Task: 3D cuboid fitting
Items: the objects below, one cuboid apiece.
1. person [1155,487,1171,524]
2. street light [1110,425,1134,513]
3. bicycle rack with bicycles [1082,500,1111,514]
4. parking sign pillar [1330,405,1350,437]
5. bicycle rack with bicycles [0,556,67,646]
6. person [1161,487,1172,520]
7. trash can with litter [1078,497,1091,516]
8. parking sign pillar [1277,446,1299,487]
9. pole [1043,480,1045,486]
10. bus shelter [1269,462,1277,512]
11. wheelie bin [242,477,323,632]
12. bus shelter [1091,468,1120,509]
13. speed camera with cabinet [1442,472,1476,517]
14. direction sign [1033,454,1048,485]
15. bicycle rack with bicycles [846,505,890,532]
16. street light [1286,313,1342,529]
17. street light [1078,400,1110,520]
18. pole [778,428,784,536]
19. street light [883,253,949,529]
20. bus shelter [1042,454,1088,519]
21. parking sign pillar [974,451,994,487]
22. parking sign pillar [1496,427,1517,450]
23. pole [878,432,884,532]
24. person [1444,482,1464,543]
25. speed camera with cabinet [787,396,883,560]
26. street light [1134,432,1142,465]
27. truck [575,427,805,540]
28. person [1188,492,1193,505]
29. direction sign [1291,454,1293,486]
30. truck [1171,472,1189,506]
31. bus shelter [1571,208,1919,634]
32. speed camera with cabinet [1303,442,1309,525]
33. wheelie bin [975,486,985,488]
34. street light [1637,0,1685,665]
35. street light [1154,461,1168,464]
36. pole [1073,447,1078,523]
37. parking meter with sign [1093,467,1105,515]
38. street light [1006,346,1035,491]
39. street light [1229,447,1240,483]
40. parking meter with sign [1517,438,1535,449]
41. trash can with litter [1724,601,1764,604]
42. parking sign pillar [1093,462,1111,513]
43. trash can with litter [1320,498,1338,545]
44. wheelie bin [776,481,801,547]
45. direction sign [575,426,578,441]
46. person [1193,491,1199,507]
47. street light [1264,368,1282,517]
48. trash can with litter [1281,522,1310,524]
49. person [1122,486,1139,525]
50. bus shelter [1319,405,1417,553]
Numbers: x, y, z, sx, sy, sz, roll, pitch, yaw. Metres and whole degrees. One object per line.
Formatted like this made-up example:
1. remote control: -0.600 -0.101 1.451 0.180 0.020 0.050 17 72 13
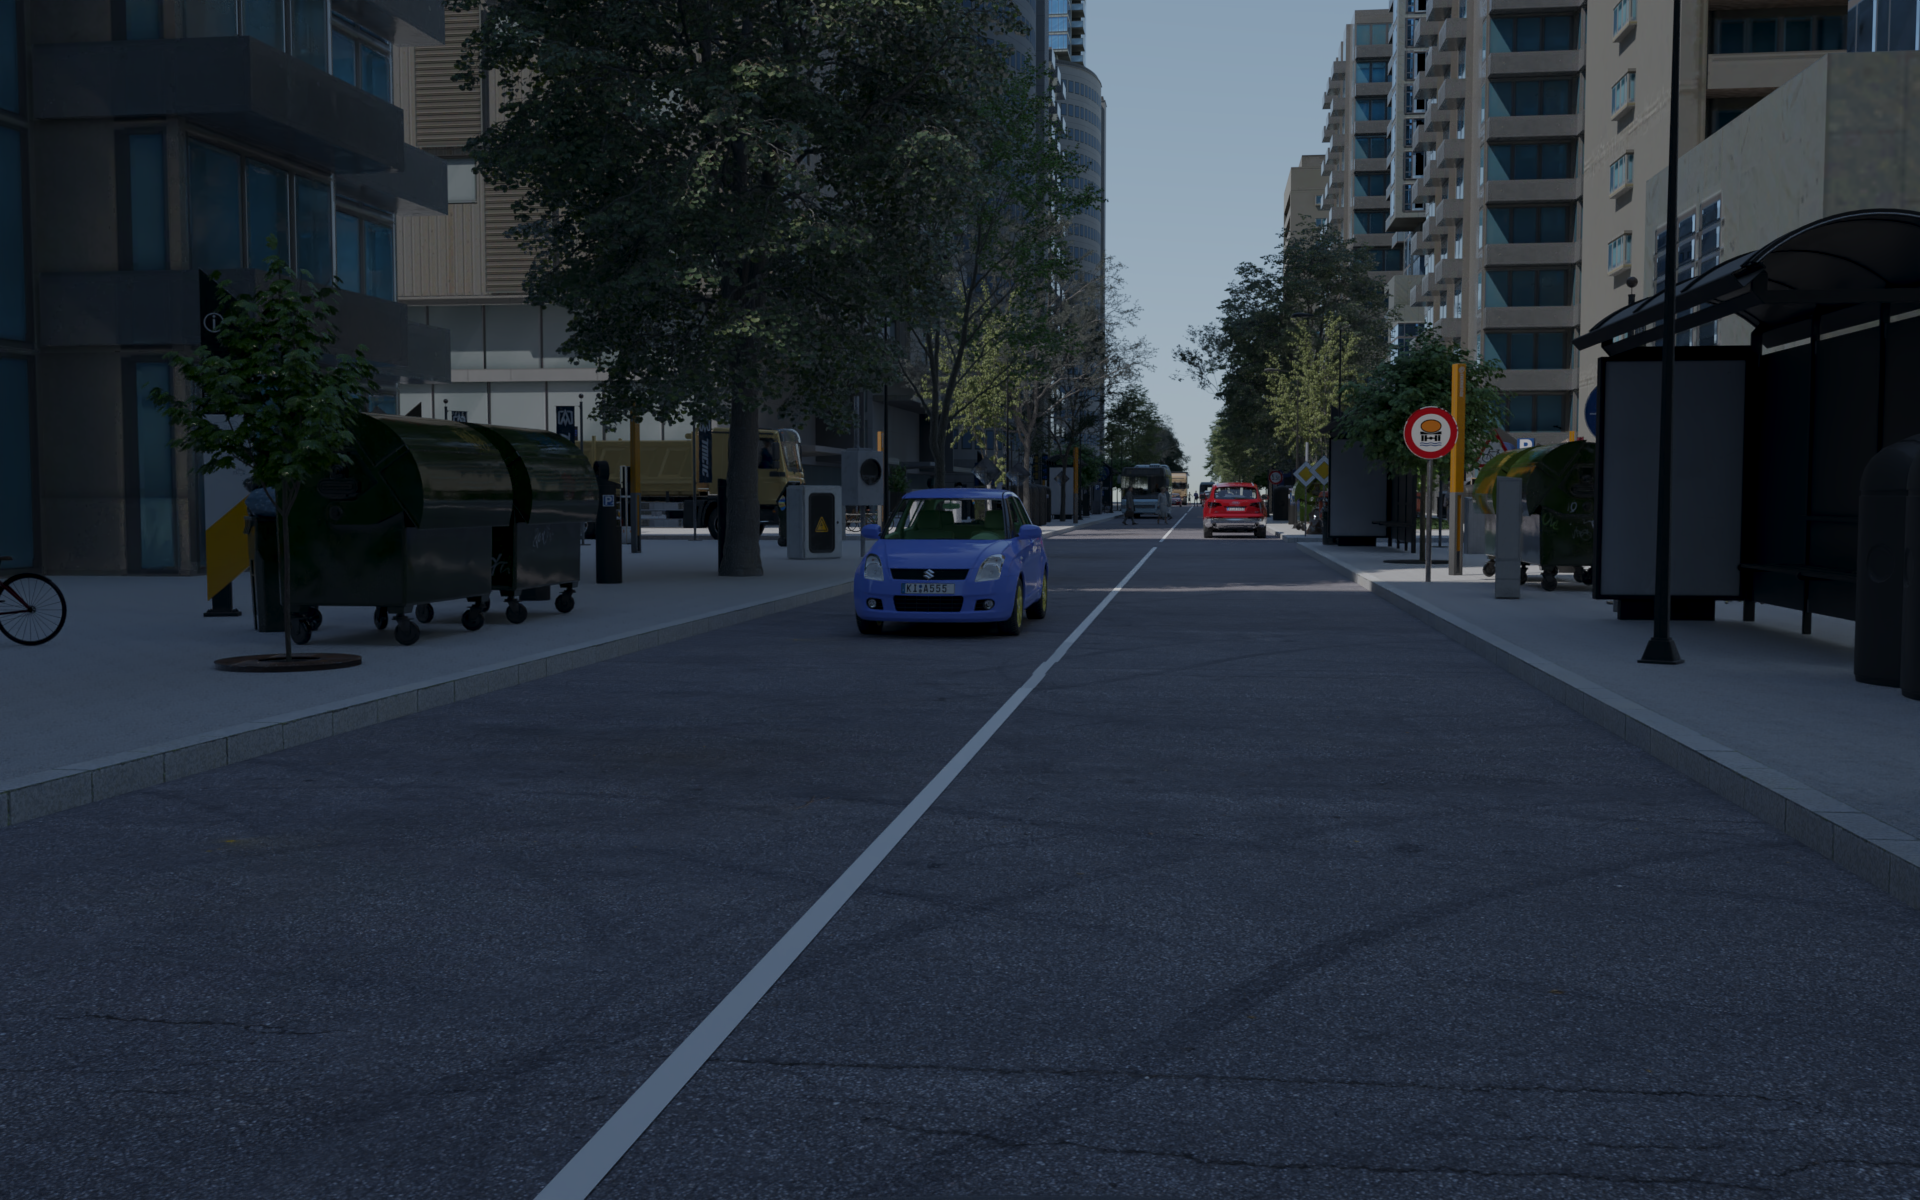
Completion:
1. person: 9.699 -4.520 82.750 0.694 1.780 0.624 -1 4 -20
2. street light: 10.713 -8.779 116.075 1.470 5.913 1.316 0 4 8
3. bicycle rack with bicycles: 8.603 -6.188 114.549 2.925 0.926 2.852 -1 4 -19
4. parking sign pillar: 11.806 -3.892 52.102 1.447 3.967 1.447 0 4 6
5. bicycle rack with bicycles: -9.080 -0.016 13.638 2.925 0.926 2.852 0 4 4
6. person: 11.463 -5.370 96.401 0.767 1.812 0.694 0 4 5
7. trash can with litter: 7.108 -5.511 101.496 1.055 1.170 0.624 -1 4 -21
8. parking sign pillar: 18.090 -6.533 95.293 1.447 3.967 1.447 1 4 9
9. pole: 5.144 -6.877 106.288 0.158 3.312 0.155 0 3 0
10. bus shelter: 19.029 -6.531 100.707 2.014 3.302 5.546 0 4 8
11. wheelie bin: -6.371 -0.513 16.293 0.693 1.594 0.980 -2 4 -29
12. bus shelter: 10.256 -7.933 123.626 2.014 3.302 5.546 0 4 8
13. speed camera with cabinet: 27.397 -6.168 95.185 2.038 3.252 0.660 2 4 25
14. direction sign: 4.559 -6.513 98.489 0.876 3.537 0.379 0 4 7
15. bicycle rack with bicycles: -3.539 -2.771 58.685 2.925 0.926 2.852 1 4 22
16. street light: 9.182 -4.397 44.438 1.470 5.913 1.316 0 4 8
17. street light: 6.457 -6.888 85.162 1.470 5.913 1.316 0 4 8
18. pole: -5.531 -3.653 53.572 0.158 3.312 0.155 0 3 0
19. street light: -0.907 -3.734 33.587 1.470 5.913 1.316 0 4 8
20. bus shelter: 5.478 -5.869 89.883 2.014 3.302 5.546 0 4 8
21. parking sign pillar: 1.485 -7.247 106.962 1.447 3.967 1.447 3 5 43
22. parking sign pillar: 20.133 -4.627 64.128 1.447 3.967 1.447 -3 5 -41
23. pole: -2.583 -3.841 56.645 0.158 3.312 0.155 0 3 0
24. person: 13.290 -2.303 46.488 0.599 1.781 0.374 1 4 17
25. speed camera with cabinet: -2.476 -2.456 34.493 2.038 3.252 0.660 -3 5 -42
26. street light: 12.613 -9.583 129.218 1.470 5.913 1.316 0 4 8
27. truck: -8.652 -3.372 51.056 9.791 3.379 3.469 0 4 7
28. person: 30.135 -13.361 227.745 1.217 1.735 0.721 -1 4 -20
29. direction sign: 17.524 -6.084 91.464 0.379 3.537 0.876 1 4 13
30. truck: 27.566 -14.082 219.151 2.839 4.237 11.283 0 4 8
31. bus shelter: 6.898 -1.292 15.042 2.014 3.302 5.546 1 4 8
32. speed camera with cabinet: 13.732 -4.365 65.697 0.660 3.252 2.038 -2 4 -27
33. wheelie bin: 0.924 -3.647 67.530 0.980 1.594 0.693 1 4 8
34. street light: 4.799 -2.479 13.081 1.470 5.913 1.316 0 4 8
35. street light: 24.346 -14.651 212.090 1.470 5.913 1.316 0 4 8
36. pole: 5.050 -5.002 75.621 0.158 3.312 0.155 0 3 0
37. parking meter with sign: 8.678 -6.899 109.058 0.543 3.016 1.738 1 4 15
38. street light: 2.018 -4.979 53.944 1.470 5.913 1.316 0 4 8
39. street light: 22.679 -10.240 139.969 1.470 5.913 1.316 0 4 8
40. parking meter with sign: 18.198 -3.578 54.753 0.543 3.016 1.738 3 5 40
41. trash can with litter: 9.843 -0.559 20.201 1.678 1.210 2.233 -3 5 -42
42. parking sign pillar: 9.851 -8.025 119.684 1.447 3.967 1.447 2 4 26
43. trash can with litter: 9.569 -1.960 43.427 1.055 1.170 0.624 0 4 7
44. wheelie bin: -4.055 -2.112 42.438 0.693 1.594 0.980 1 4 22
45. direction sign: -12.996 -4.010 57.557 0.379 3.537 0.876 2 4 31
46. person: 26.844 -11.541 197.069 0.709 1.838 0.599 0 4 6
47. street light: 11.925 -5.596 64.037 1.470 5.913 1.316 0 4 8
48. trash can with litter: 15.057 -3.894 74.717 1.678 1.210 2.233 -3 4 -36
49. person: 7.920 -4.396 80.479 0.767 1.812 0.694 1 4 9
50. bus shelter: 9.463 -2.814 39.939 2.014 3.302 5.546 1 4 8
